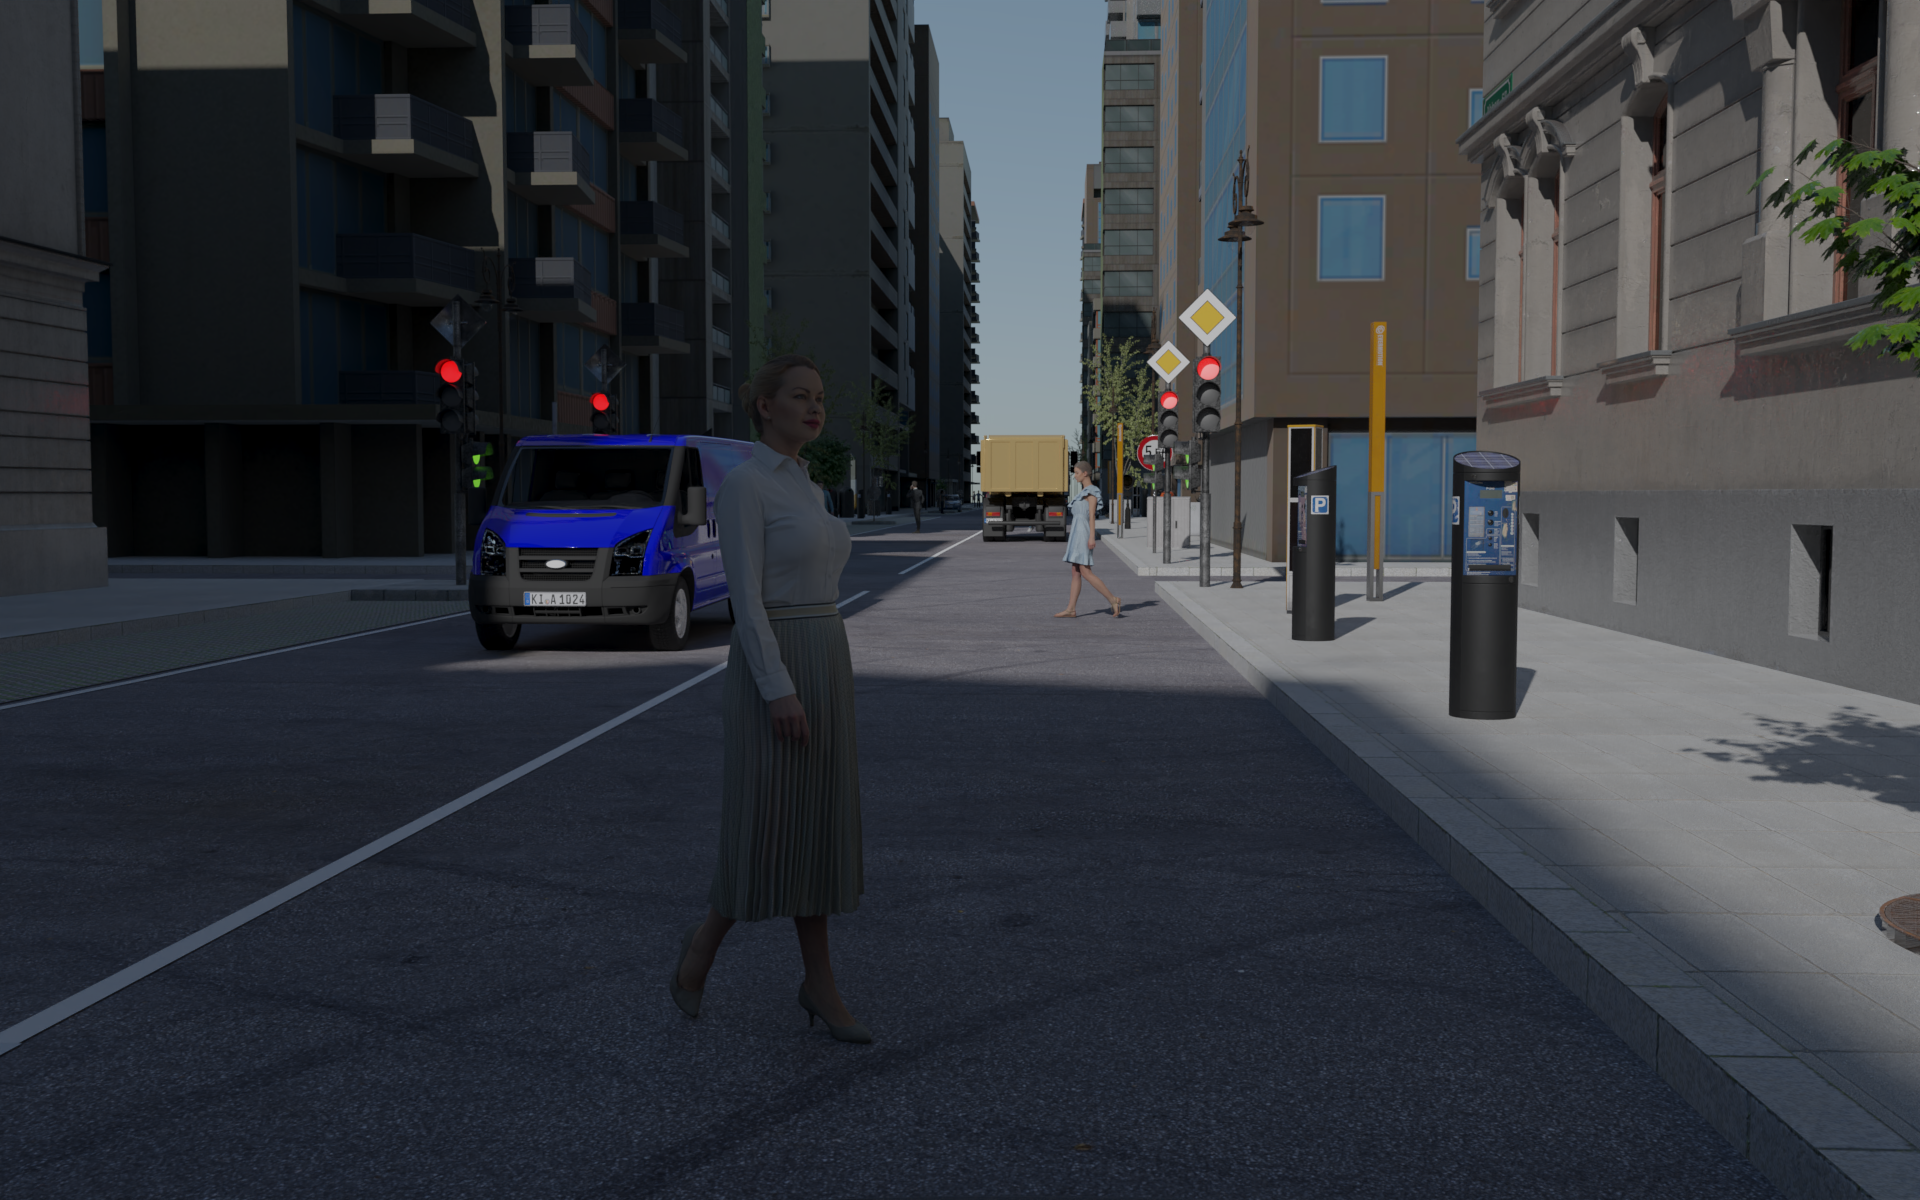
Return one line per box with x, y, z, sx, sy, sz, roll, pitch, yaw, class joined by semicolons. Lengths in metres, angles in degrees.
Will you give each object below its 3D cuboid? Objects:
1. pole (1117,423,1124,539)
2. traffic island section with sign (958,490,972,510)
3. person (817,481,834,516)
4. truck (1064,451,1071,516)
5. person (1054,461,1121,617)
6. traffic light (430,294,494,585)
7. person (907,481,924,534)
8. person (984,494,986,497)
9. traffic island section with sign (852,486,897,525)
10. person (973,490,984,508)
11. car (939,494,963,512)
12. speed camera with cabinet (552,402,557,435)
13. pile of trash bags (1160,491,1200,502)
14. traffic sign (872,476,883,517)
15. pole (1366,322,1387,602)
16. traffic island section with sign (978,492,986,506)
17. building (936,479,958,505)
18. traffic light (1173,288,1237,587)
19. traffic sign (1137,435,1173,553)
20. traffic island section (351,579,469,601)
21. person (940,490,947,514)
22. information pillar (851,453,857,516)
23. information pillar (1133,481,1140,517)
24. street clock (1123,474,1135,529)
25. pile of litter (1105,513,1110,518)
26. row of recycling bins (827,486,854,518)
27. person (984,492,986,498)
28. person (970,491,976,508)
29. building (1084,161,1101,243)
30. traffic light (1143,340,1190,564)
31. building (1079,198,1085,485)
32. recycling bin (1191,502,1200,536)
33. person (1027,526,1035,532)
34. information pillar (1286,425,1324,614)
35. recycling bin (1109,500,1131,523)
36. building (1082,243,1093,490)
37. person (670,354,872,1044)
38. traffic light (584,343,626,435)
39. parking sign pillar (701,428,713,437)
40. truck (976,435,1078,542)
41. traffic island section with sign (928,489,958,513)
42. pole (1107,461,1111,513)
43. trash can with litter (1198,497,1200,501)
4.614;-3.425;49.846;0.158;3.312;0.155;0;3;0;pole
0.086;-9.124;157.798;1.989;1.847;2.006;0;4;3;traffic island section with sign
-3.992;-2.545;50.130;0.660;1.820;0.620;-1;4;-10;person
6.202;-7.923;118.460;2.839;4.237;11.283;0;4;3;truck
1.476;-0.699;20.030;0.778;1.811;0.616;0;4;7;person
-7.033;-2.167;24.359;0.839;4.253;0.868;0;4;3;traffic light
-1.632;-3.369;62.948;0.474;1.900;0.648;2;4;28;person
3.161;-11.749;200.696;1.348;1.812;0.705;-3;4;-37;person
-4.019;-4.455;81.473;1.989;1.847;2.006;0;4;3;traffic island section with sign
1.936;-10.444;179.240;1.348;1.826;0.705;-1;4;-19;person
-0.759;-7.686;137.674;2.014;1.417;4.499;0;4;2;car
-8.488;-2.589;36.661;0.660;3.252;2.038;0;4;-4;speed camera with cabinet
7.248;-2.884;56.912;1.912;1.369;3.447;1;4;23;pile of trash bags
-4.692;-5.890;98.437;0.606;2.300;0.079;0;4;8;traffic sign
4.965;-1.639;20.645;0.158;3.312;0.155;0;3;0;pole
3.140;-12.601;214.647;1.989;1.847;2.006;0;4;3;traffic island section with sign
-16.620;-31.346;204.392;32.217;40.220;23.993;0;4;3;building
3.364;-2.134;23.818;0.839;4.253;0.868;0;4;3;traffic light
4.212;-2.283;37.436;0.768;2.556;0.104;1;4;11;traffic sign
-7.073;-0.135;24.496;2.009;0.180;2.903;0;4;3;traffic island section
-1.192;-7.015;123.908;0.721;1.735;1.217;1;4;20;person
-6.109;-6.607;99.376;0.183;3.616;0.504;-2;4;-35;information pillar
9.901;-5.669;97.180;0.304;2.012;0.304;3;4;38;information pillar
6.155;-3.605;63.519;0.471;2.002;0.358;2;4;25;street clock
8.350;-4.885;93.836;1.176;0.858;1.719;2;4;30;pile of litter
-7.499;-5.293;93.660;3.534;1.692;1.069;-1;4;-8;row of recycling bins
3.218;-12.382;211.870;0.541;1.710;0.530;0;4;-7;person
1.339;-10.618;182.626;0.750;1.759;0.617;1;4;13;person
23.420;-35.392;228.777;14.600;45.320;14.200;0;4;3;building
3.793;-2.622;31.791;0.839;4.253;0.868;0;4;3;traffic light
28.452;-36.443;250.474;22.147;44.769;28.867;0;4;3;building
7.098;-2.471;52.958;0.722;1.027;0.722;2;4;25;recycling bin
2.649;-3.469;65.883;0.731;1.740;0.598;2;4;35;person
3.689;-0.860;18.545;0.304;2.012;0.304;2;4;28;information pillar
7.068;-3.905;76.403;0.722;1.027;0.722;-2;4;-25;recycling bin
21.112;-26.214;200.292;14.160;30.474;14.107;0;4;3;building
-0.518;0.252;4.604;0.641;1.798;0.478;3;4;37;person
-6.604;-2.655;32.332;0.839;4.253;0.868;0;4;3;traffic light
-10.696;-5.031;70.729;1.447;3.967;1.447;0;4;8;parking sign pillar
2.104;-3.632;55.310;3.469;3.379;9.791;0;4;3;truck
-1.382;-7.441;130.295;1.989;1.847;2.006;0;4;3;traffic island section with sign
9.180;-6.885;106.413;0.158;3.312;0.155;0;3;0;pole
10.998;-3.981;76.155;2.233;1.210;1.678;2;4;34;trash can with litter
